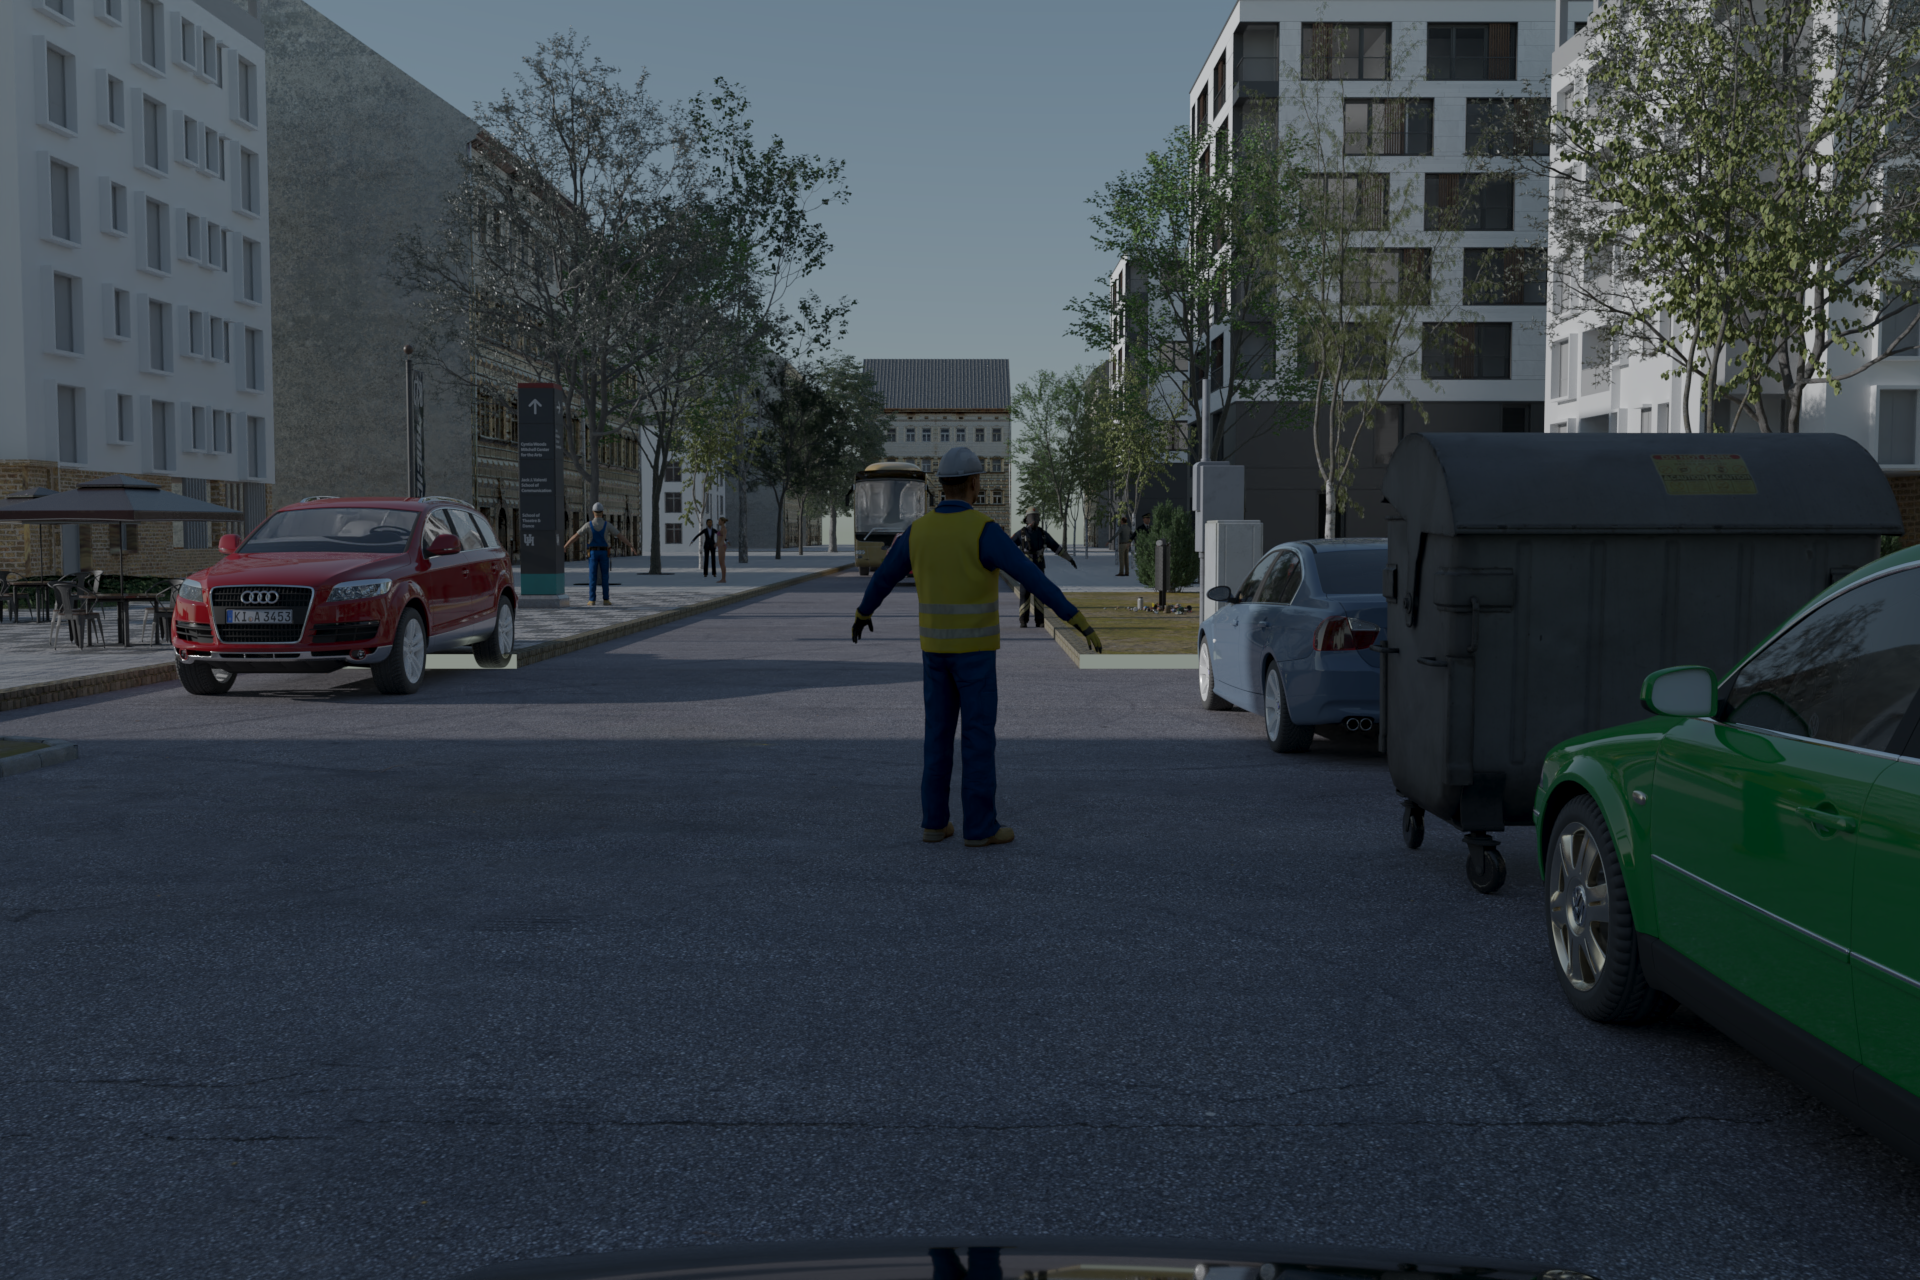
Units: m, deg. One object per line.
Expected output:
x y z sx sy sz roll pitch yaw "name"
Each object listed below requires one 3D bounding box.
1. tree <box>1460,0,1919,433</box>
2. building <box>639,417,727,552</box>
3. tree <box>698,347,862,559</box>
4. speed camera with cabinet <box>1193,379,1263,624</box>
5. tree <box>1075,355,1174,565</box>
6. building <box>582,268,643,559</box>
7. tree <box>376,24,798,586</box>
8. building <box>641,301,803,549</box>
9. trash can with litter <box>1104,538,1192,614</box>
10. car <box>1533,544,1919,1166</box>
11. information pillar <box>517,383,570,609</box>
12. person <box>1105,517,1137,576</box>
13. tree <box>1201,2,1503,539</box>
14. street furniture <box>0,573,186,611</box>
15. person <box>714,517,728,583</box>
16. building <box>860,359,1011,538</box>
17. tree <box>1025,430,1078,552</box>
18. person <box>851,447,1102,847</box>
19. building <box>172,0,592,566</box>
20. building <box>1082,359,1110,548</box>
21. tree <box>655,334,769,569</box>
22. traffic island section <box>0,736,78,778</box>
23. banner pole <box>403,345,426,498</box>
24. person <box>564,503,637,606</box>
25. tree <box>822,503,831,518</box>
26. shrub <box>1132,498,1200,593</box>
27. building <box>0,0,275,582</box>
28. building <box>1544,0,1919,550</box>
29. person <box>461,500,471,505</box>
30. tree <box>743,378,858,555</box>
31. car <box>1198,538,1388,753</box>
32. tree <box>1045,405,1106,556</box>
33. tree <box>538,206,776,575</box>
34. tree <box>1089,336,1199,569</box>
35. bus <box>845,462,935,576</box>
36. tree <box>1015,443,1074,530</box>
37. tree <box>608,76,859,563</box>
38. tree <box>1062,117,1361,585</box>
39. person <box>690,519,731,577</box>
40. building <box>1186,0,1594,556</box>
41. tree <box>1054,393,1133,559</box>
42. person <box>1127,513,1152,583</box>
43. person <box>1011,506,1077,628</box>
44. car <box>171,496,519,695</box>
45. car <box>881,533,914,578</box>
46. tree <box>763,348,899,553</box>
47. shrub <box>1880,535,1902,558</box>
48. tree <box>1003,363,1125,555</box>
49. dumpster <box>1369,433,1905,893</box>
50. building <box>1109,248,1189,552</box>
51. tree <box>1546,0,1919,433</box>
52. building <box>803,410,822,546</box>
13.546 -7.207 28.203 12.009 13.543 11.850 0 3 0 "tree"
-23.171 -11.997 138.293 9.099 9.664 28.070 0 4 -1 "building"
-9.201 -9.328 86.918 8.767 10.594 7.601 0 4 -4 "tree"
3.333 -1.665 21.553 0.660 3.252 2.038 0 4 0 "speed camera with cabinet"
6.576 -7.391 71.208 4.737 8.622 4.395 0 3 0 "tree"
-28.074 -15.994 92.430 19.493 23.208 18.063 0 4 0 "building"
-9.232 -8.108 42.940 12.009 13.543 11.850 0 3 0 "tree"
-24.760 -20.186 160.969 19.493 23.208 18.063 0 4 0 "building"
3.288 -1.074 28.620 1.678 1.210 2.233 0 3 0 "trash can with litter"
2.685 0.311 3.713 1.959 1.807 4.718 0 4 0 "car"
-7.244 -2.484 29.990 0.750 3.857 0.750 0 4 0 "information pillar"
4.968 -2.841 52.725 1.348 1.796 0.705 -3 5 -40 "person"
5.137 -4.565 24.999 4.360 8.622 3.978 0 3 0 "tree"
-16.108 -1.036 32.570 10.072 0.657 5.734 3 5 44 "street furniture"
-6.348 -2.377 45.666 0.721 1.733 1.217 -1 4 -14 "person"
-2.945 -23.390 215.817 18.063 23.208 19.493 0 4 0 "building"
6.199 -10.477 121.667 4.737 8.622 4.395 0 3 0 "tree"
0.015 0.023 8.044 1.349 1.833 0.705 2 4 31 "person"
-27.364 -14.849 73.709 19.493 23.208 18.063 0 4 1 "building"
22.037 -20.697 169.316 19.493 23.208 18.063 0 4 0 "building"
-9.358 -6.918 63.466 4.737 8.622 4.395 0 3 0 "tree"
-6.626 0.751 10.582 1.991 0.108 1.994 0 3 0 "traffic island section"
-7.286 -2.031 23.220 0.401 3.779 0.863 0 4 0 "banner pole"
-6.498 -1.548 31.159 1.347 1.847 0.705 -1 4 -11 "person"
-18.195 -17.055 213.254 7.601 10.594 8.767 0 4 -6 "tree"
4.555 -2.071 37.896 1.661 2.075 1.752 0 3 0 "shrub"
-27.728 -11.471 43.969 16.016 20.090 11.380 0 4 0 "building"
25.387 -12.341 58.201 16.016 20.090 11.380 0 4 0 "building"
-8.409 -1.446 29.407 0.705 1.858 1.354 -1 4 -9 "person"
-9.793 -10.398 104.415 8.767 10.594 7.601 1 4 20 "tree"
2.881 -0.039 12.638 2.014 1.417 4.499 0 4 -1 "car"
6.517 -9.108 99.281 4.360 8.622 3.978 0 3 0 "tree"
-9.451 -7.867 54.374 9.928 11.665 9.643 0 3 0 "tree"
6.551 -6.931 63.681 4.737 8.622 4.395 0 3 0 "tree"
-2.274 -4.361 62.850 2.896 3.916 12.252 0 4 0 "bus"
10.620 -18.098 214.024 7.486 12.596 7.792 0 3 0 "tree"
-10.477 -13.385 74.735 12.611 20.169 13.585 0 3 0 "tree"
6.322 -7.238 44.105 9.928 11.665 9.643 0 3 0 "tree"
-7.441 -2.742 51.555 1.216 1.740 0.721 -1 4 -13 "person"
24.533 -14.605 82.764 27.936 21.610 32.646 0 3 0 "building"
6.651 -8.493 89.216 4.737 8.622 4.395 0 3 0 "tree"
4.896 -2.413 45.382 1.347 1.837 0.705 -2 4 -29 "person"
1.114 -1.119 26.527 1.354 1.856 0.705 -1 4 -11 "person"
-5.887 -0.518 17.139 2.281 1.827 5.304 0 3 0 "car"
-1.174 -2.446 49.036 2.155 1.783 4.494 0 4 0 "car"
-8.854 -13.080 120.515 9.857 13.997 8.962 0 3 0 "tree"
19.476 -2.020 37.442 1.690 2.028 1.600 0 3 0 "shrub"
6.375 -11.049 106.406 9.928 11.665 9.643 0 3 0 "tree"
2.785 0.052 7.373 1.865 1.857 1.264 0 4 -1 "dumpster"
25.839 -18.129 140.389 27.936 21.610 32.646 0 3 0 "building"
8.906 -4.258 19.989 4.737 8.622 4.395 0 3 0 "tree"
-25.195 -21.935 189.558 19.493 23.208 18.063 0 4 0 "building"
